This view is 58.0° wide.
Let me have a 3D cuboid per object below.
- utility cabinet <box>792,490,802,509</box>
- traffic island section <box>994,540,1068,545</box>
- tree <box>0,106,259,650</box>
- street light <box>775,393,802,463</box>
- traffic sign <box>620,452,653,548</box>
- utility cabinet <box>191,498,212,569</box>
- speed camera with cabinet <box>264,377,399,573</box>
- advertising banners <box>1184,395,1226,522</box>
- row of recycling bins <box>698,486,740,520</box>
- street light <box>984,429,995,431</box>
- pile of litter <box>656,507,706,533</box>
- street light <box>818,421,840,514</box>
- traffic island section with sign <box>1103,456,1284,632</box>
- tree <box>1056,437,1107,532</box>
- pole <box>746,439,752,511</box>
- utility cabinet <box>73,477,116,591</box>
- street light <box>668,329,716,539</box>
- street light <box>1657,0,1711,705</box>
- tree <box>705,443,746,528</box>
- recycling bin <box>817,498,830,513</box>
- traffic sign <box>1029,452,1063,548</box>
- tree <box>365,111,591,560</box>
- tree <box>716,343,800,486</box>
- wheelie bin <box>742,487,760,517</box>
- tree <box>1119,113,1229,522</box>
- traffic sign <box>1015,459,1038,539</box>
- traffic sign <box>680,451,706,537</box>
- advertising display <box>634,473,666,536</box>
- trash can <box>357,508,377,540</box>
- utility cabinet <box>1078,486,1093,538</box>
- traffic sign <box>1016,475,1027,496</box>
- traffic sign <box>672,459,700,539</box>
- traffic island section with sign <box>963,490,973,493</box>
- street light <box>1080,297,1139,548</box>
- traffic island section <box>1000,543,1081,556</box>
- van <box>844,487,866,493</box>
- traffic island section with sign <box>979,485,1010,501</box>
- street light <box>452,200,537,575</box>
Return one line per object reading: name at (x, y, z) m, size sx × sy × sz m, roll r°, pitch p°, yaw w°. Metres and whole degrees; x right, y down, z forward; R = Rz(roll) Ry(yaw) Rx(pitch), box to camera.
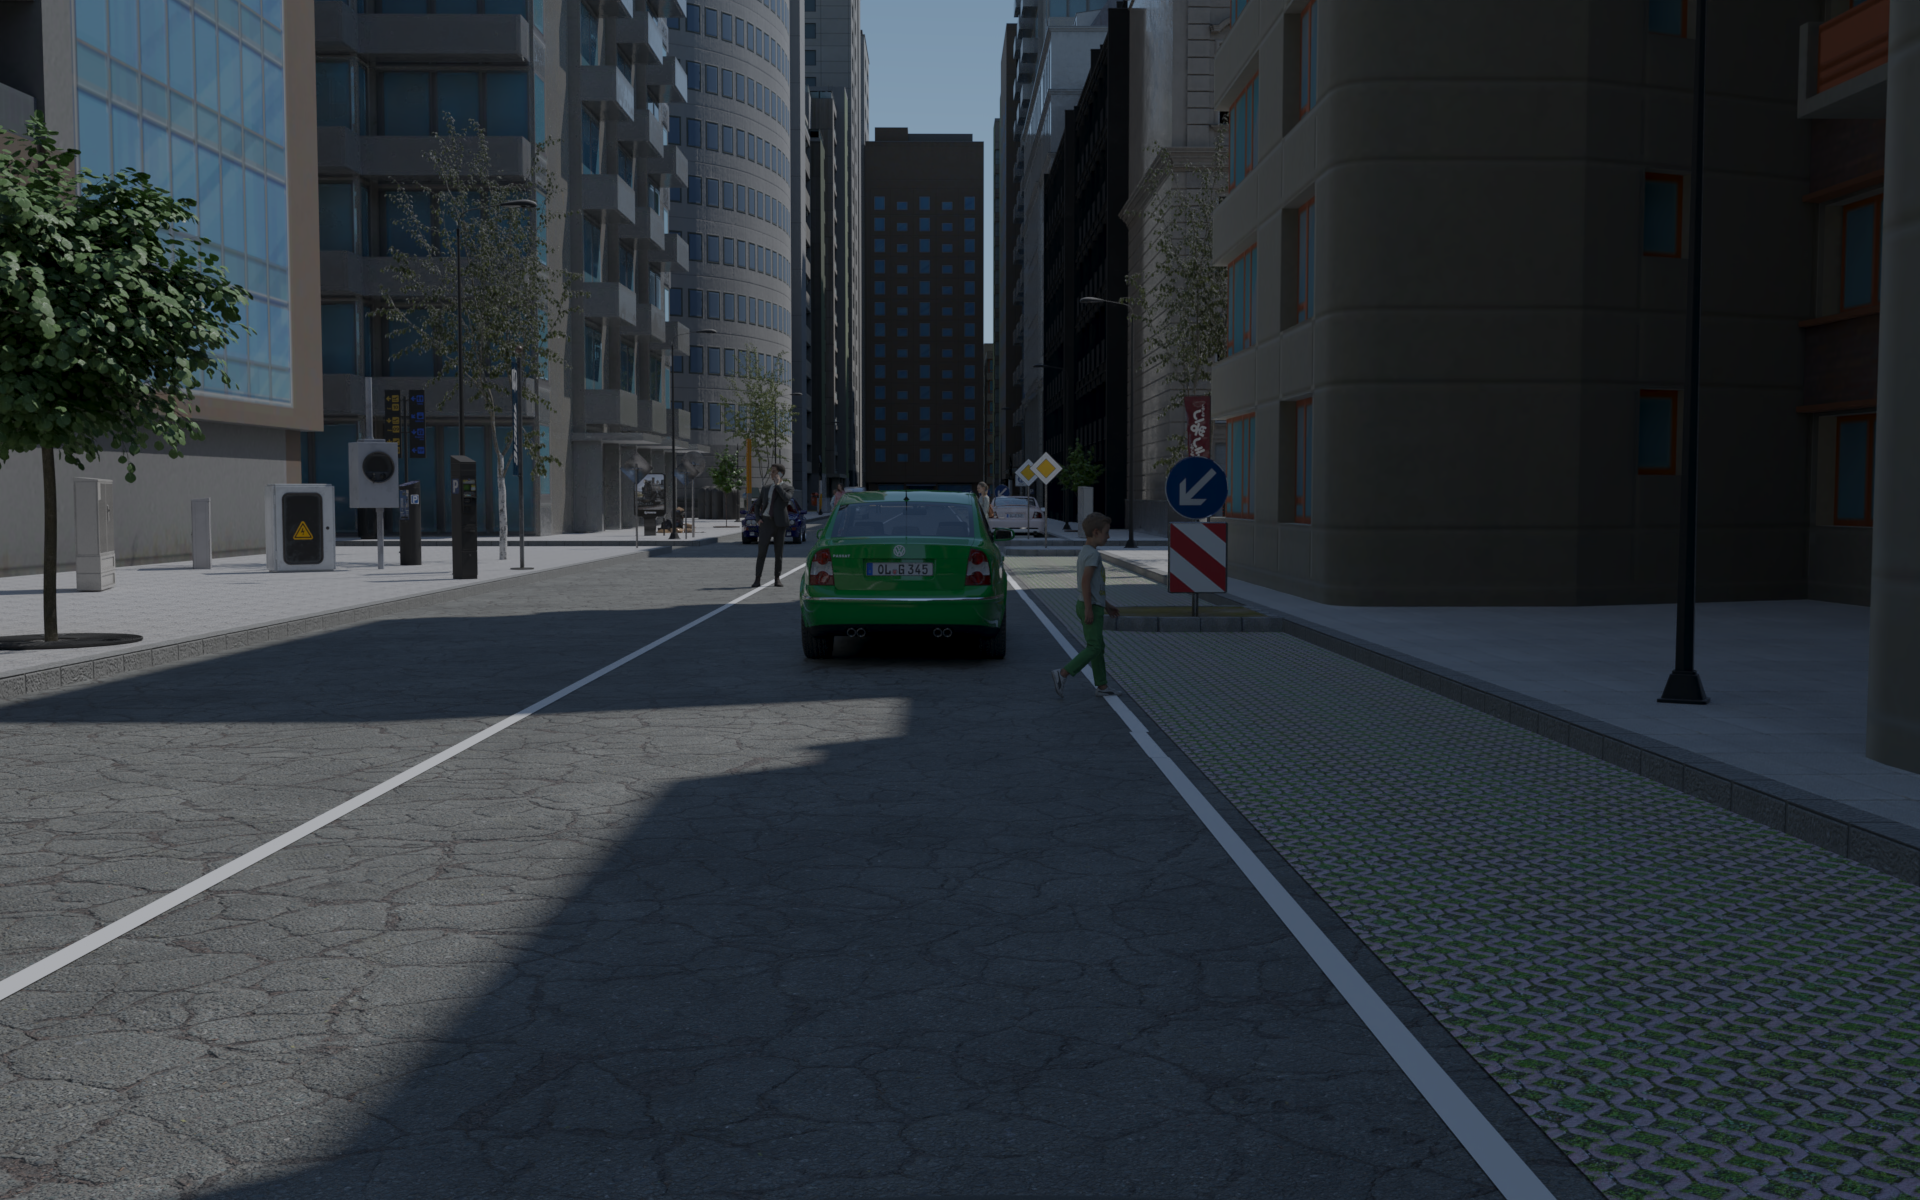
utility cabinet at (-8.330, -4.792, 87.024) m, size 0.318 × 1.500 × 1.173 m, roll 1°, pitch 4°, yaw 22°
traffic island section at (1.963, -1.645, 49.170) m, size 2.009 × 0.180 × 2.903 m, roll 0°, pitch 4°, yaw -1°
tree at (-7.784, -1.896, 14.717) m, size 4.285 × 4.588 × 4.351 m, roll 0°, pitch 3°, yaw 0°
street light at (-7.945, -6.552, 79.672) m, size 1.470 × 5.913 × 1.316 m, roll 0°, pitch 4°, yaw -1°
traffic sign at (-7.656, -2.285, 41.009) m, size 0.795 × 2.450 × 0.064 m, roll 0°, pitch 4°, yaw -1°
utility cabinet at (-13.119, -1.149, 29.943) m, size 0.306 × 1.237 × 1.020 m, roll -1°, pitch 4°, yaw -22°
speed camera with cabinet at (-10.461, -2.111, 28.851) m, size 2.038 × 3.252 × 0.660 m, roll -3°, pitch 4°, yaw -36°
advertising banners at (4.849, -2.085, 30.278) m, size 2.074 × 3.025 × 0.090 m, roll 2°, pitch 4°, yaw 32°
row of recycling bins at (-12.209, -4.916, 87.487) m, size 1.069 × 1.692 × 3.534 m, roll -2°, pitch 4°, yaw -35°
street light at (2.405, -9.239, 123.604) m, size 1.470 × 5.913 × 1.316 m, roll 0°, pitch 4°, yaw -1°
pile of litter at (-9.254, -2.648, 57.264) m, size 1.719 × 0.858 × 1.176 m, roll 0°, pitch 4°, yaw -3°
street light at (-8.390, -8.456, 110.794) m, size 1.470 × 5.913 × 1.316 m, roll 0°, pitch 4°, yaw -1°
traffic island section with sign at (2.349, -0.621, 18.789) m, size 1.989 × 1.847 × 2.006 m, roll 0°, pitch 4°, yaw -1°
tree at (3.918, -3.926, 58.788) m, size 1.663 × 3.219 × 1.824 m, roll 0°, pitch 3°, yaw 0°
pole at (-7.795, -4.290, 63.987) m, size 0.158 × 3.312 × 0.155 m, roll 0°, pitch 3°, yaw 0°
utility cabinet at (-11.548, -0.885, 23.148) m, size 0.318 × 1.500 × 1.173 m, roll -1°, pitch 4°, yaw -18°
street light at (-7.559, -4.672, 48.932) m, size 1.470 × 5.913 × 1.316 m, roll 0°, pitch 4°, yaw -1°
street light at (3.933, -2.323, 10.529) m, size 1.470 × 5.913 × 1.316 m, roll 0°, pitch 4°, yaw -1°
tree at (-8.808, -4.381, 66.228) m, size 1.663 × 3.219 × 1.824 m, roll 0°, pitch 3°, yaw 0°
recycling bin at (-9.263, -6.430, 117.682) m, size 0.722 × 1.027 × 0.722 m, roll 1°, pitch 4°, yaw 17°
traffic sign at (2.038, -2.292, 41.108) m, size 0.795 × 2.450 × 0.064 m, roll 0°, pitch 4°, yaw -1°
tree at (-8.997, -5.078, 33.395) m, size 4.360 × 8.622 × 3.978 m, roll 0°, pitch 3°, yaw 0°
tree at (-9.569, -8.144, 83.515) m, size 4.737 × 8.622 × 4.395 m, roll 0°, pitch 3°, yaw 0°
wheelie bin at (-9.775, -4.484, 81.229) m, size 0.980 × 1.594 × 0.693 m, roll -2°, pitch 4°, yaw -30°
tree at (5.017, -5.148, 34.526) m, size 4.360 × 8.622 × 3.978 m, roll 0°, pitch 3°, yaw 0°
traffic sign at (1.939, -2.780, 49.093) m, size 0.795 × 2.450 × 0.064 m, roll 0°, pitch 4°, yaw -1°
traffic sign at (-7.889, -3.123, 51.167) m, size 0.768 × 2.556 × 0.104 m, roll 0°, pitch 4°, yaw 6°
advertising display at (-9.543, -2.941, 53.302) m, size 0.974 × 1.923 × 0.123 m, roll 0°, pitch 4°, yaw 1°
trash can at (-16.713, -2.281, 48.946) m, size 0.748 × 1.137 × 0.748 m, roll 0°, pitch 3°, yaw 0°
utility cabinet at (3.671, -2.560, 50.536) m, size 0.318 × 1.500 × 1.173 m, roll 0°, pitch 4°, yaw -3°
traffic sign at (3.220, -5.442, 91.114) m, size 0.606 × 2.300 × 0.079 m, roll 0°, pitch 4°, yaw 4°
traffic sign at (-7.754, -2.774, 48.994) m, size 0.795 × 2.450 × 0.064 m, roll 0°, pitch 4°, yaw -1°
traffic island section with sign at (1.322, -5.667, 101.283) m, size 1.989 × 1.847 × 2.006 m, roll 0°, pitch 4°, yaw -1°
street light at (3.534, -4.192, 41.077) m, size 1.470 × 5.913 × 1.316 m, roll 0°, pitch 4°, yaw -1°
traffic island section at (2.062, -1.156, 41.186) m, size 2.009 × 0.180 × 2.903 m, roll 0°, pitch 4°, yaw -1°
van at (-6.079, -5.618, 98.861) m, size 2.013 × 2.044 × 4.112 m, roll 0°, pitch 4°, yaw 0°
traffic island section with sign at (1.673, -4.006, 74.133) m, size 1.989 × 1.847 × 2.006 m, roll 0°, pitch 4°, yaw -1°
street light at (-7.379, -3.361, 27.487) m, size 1.470 × 5.913 × 1.316 m, roll 0°, pitch 4°, yaw -1°
